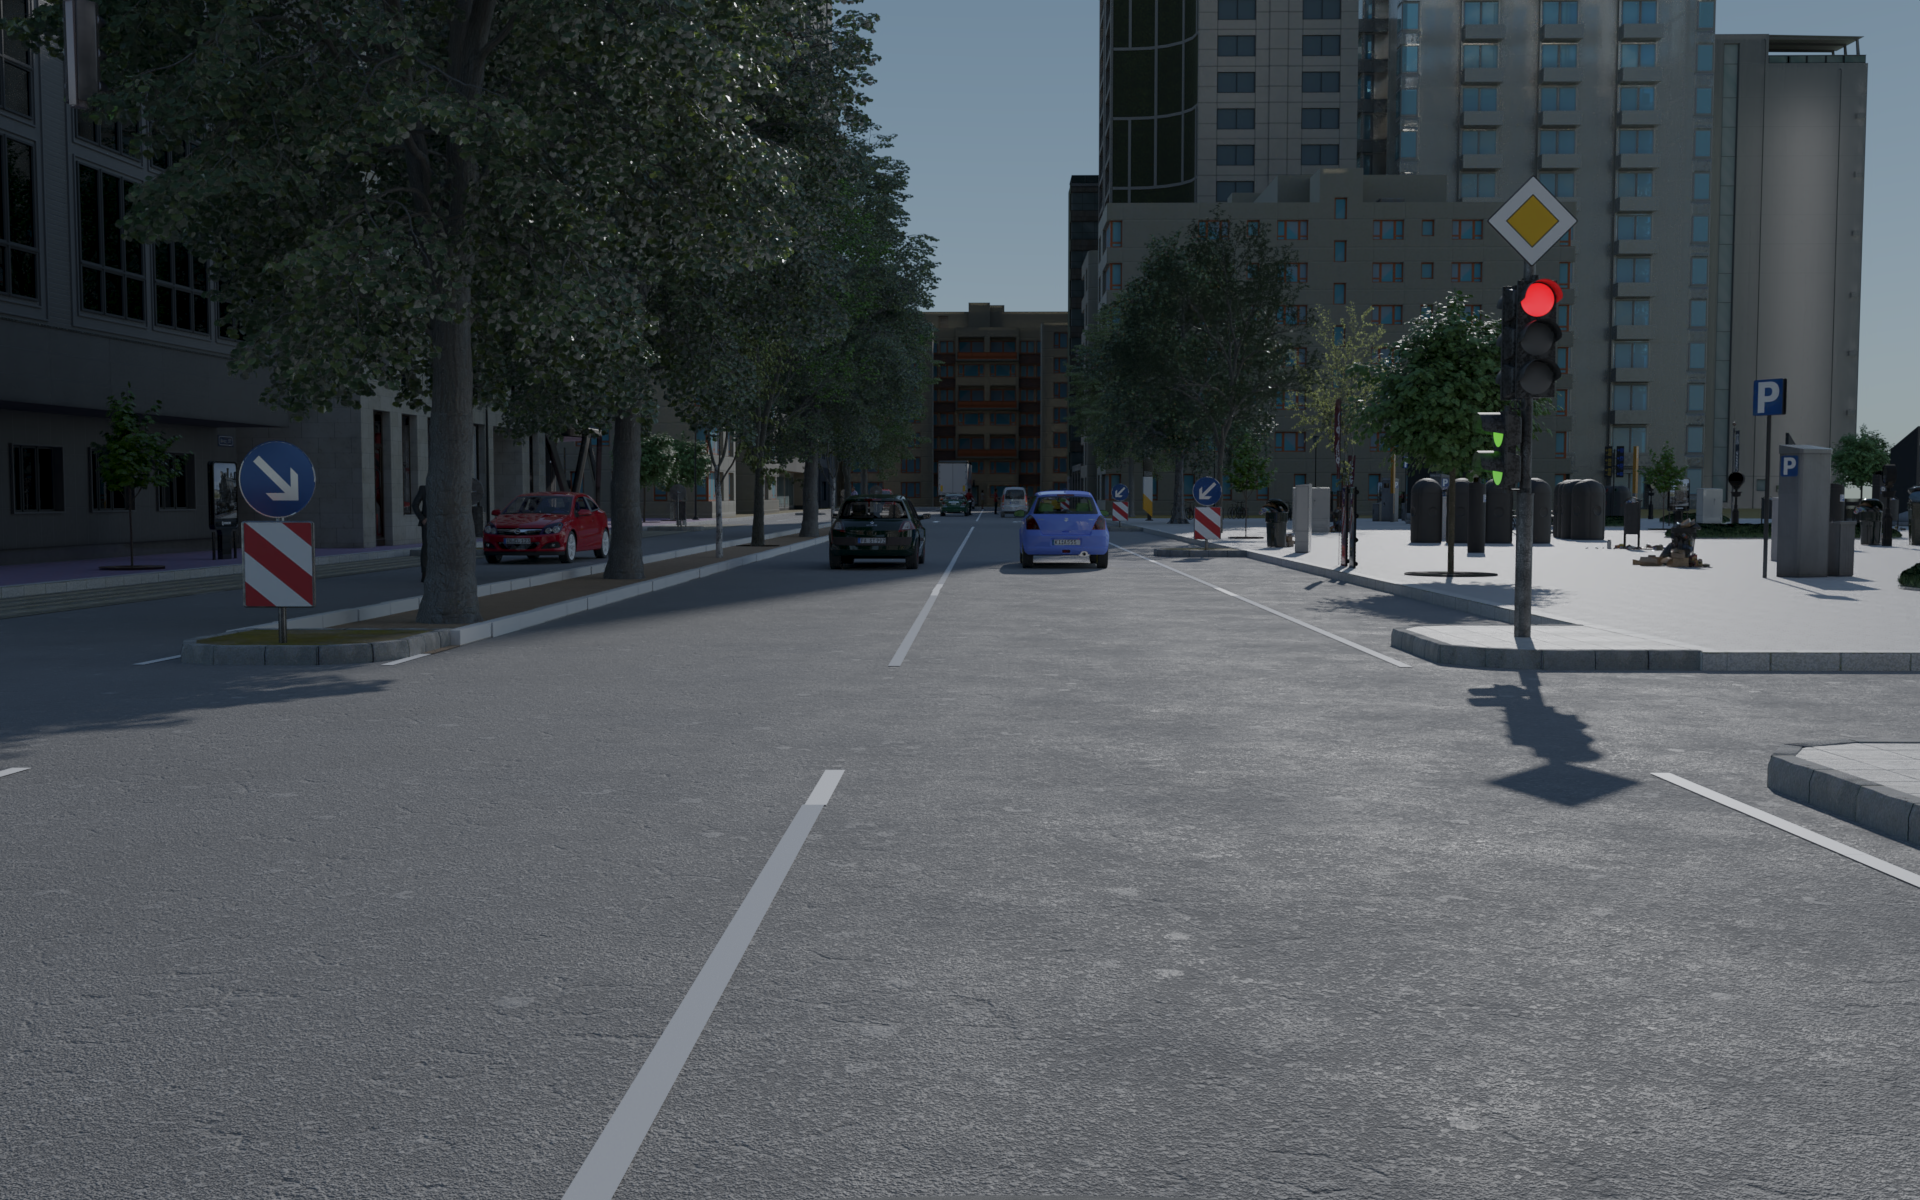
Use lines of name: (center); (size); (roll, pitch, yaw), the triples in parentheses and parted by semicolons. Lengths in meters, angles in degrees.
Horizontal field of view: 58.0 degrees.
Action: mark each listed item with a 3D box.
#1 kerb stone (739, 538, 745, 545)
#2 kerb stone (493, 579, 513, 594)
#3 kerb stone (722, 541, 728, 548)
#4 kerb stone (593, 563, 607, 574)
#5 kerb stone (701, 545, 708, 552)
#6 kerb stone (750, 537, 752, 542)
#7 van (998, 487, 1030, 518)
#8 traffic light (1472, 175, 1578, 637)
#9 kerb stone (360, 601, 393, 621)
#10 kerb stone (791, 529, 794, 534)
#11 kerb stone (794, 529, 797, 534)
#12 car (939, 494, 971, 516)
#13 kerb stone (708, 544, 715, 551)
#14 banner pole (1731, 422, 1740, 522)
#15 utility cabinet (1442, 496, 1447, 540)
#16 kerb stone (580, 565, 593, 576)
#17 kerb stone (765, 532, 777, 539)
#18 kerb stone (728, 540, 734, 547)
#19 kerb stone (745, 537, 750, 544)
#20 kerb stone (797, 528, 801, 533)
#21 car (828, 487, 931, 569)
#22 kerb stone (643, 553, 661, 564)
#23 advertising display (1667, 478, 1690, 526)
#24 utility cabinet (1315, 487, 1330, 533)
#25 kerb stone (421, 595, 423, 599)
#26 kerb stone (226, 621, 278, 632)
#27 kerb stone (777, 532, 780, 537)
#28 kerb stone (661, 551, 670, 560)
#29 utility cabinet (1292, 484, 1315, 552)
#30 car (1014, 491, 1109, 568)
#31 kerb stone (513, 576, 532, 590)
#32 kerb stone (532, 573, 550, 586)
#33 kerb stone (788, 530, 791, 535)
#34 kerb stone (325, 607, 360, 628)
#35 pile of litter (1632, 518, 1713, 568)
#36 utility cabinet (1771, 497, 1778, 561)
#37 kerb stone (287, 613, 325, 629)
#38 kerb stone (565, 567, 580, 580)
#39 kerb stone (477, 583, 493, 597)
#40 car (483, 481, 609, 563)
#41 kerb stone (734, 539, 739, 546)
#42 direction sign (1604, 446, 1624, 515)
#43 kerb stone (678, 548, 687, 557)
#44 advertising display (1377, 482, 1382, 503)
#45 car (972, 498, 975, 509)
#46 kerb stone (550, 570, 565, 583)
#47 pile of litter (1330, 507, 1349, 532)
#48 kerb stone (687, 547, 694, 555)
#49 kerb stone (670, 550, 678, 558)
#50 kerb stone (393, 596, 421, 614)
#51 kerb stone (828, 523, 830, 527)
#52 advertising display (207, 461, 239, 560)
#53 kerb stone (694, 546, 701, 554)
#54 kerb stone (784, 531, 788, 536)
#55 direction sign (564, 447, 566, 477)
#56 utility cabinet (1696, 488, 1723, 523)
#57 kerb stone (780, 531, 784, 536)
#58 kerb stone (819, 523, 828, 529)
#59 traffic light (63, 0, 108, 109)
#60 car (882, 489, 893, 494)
kerb stone: (-6.255, -1.613, 48.649); (0.120, 0.150, 1.000); (0, 4, 1)
kerb stone: (-6.699, -0.175, 25.052); (0.120, 0.150, 1.000); (0, 4, 1)
kerb stone: (-6.314, -1.430, 45.569); (0.120, 0.150, 1.000); (0, 4, 1)
kerb stone: (-6.577, -0.551, 31.204); (0.120, 0.150, 1.000); (0, 4, 1)
kerb stone: (-6.381, -1.242, 42.497); (0.120, 0.150, 1.000); (0, 4, 1)
kerb stone: (-6.224, -1.741, 50.698); (0.120, 0.150, 1.000); (0, 4, 1)
van: (3.324, -6.080, 106.411); (2.013, 2.044, 4.112); (0, 4, 1)
traffic light: (5.037, -1.623, 15.456); (0.839, 4.253, 0.868); (0, 4, 1)
kerb stone: (-6.784, 0.146, 19.915); (0.120, 0.150, 1.000); (0, 4, 1)
kerb stone: (-6.034, -2.365, 60.949); (0.120, 0.150, 1.000); (0, 4, 1)
kerb stone: (-6.022, -2.433, 61.971); (0.120, 0.150, 1.000); (0, 4, 1)
car: (-0.334, -6.180, 112.842); (2.131, 1.459, 4.920); (0, 4, 2)
kerb stone: (-6.351, -1.303, 43.523); (0.120, 0.150, 1.000); (0, 4, 1)
banner pole: (26.932, -4.291, 60.179); (0.401, 3.779, 0.863); (0, 4, 8)
utility cabinet: (13.833, -2.304, 48.835); (1.020, 1.237, 0.306); (-1, 4, -21)
kerb stone: (-6.612, -0.488, 30.179); (0.120, 0.150, 1.000); (0, 4, 1)
kerb stone: (-6.117, -2.057, 55.824); (0.120, 0.150, 1.000); (0, 4, 1)
kerb stone: (-6.291, -1.492, 46.595); (0.120, 0.150, 1.000); (0, 4, 1)
kerb stone: (-6.237, -1.678, 49.676); (0.120, 0.150, 1.000); (0, 4, 1)
kerb stone: (-5.993, -2.495, 62.992); (0.120, 0.150, 1.000); (0, 4, 1)
car: (-1.607, -1.509, 34.451); (2.009, 1.686, 4.222); (0, 4, 1)
kerb stone: (-6.487, -0.865, 36.338); (0.120, 0.150, 1.000); (0, 4, 1)
advertising display: (28.974, -3.953, 69.844); (0.974, 1.923, 0.123); (-1, 4, -16)
utility cabinet: (11.486, -2.934, 56.653); (1.173, 1.500, 0.318); (0, 4, 4)
kerb stone: (-6.754, 0.014, 21.986); (0.120, 0.150, 1.000); (0, 4, 1)
kerb stone: (-6.854, 0.335, 16.837); (0.120, 0.150, 1.000); (0, 4, 1)
kerb stone: (-6.109, -2.119, 56.850); (0.120, 0.150, 1.000); (0, 4, 1)
kerb stone: (-6.472, -0.922, 37.362); (0.120, 0.150, 1.000); (0, 4, 1)
utility cabinet: (7.557, -1.803, 38.166); (0.318, 1.500, 1.173); (1, 4, 14)
car: (2.051, -1.540, 34.771); (1.945, 1.707, 3.694); (0, 4, 1)
kerb stone: (-6.673, -0.235, 26.074); (0.120, 0.150, 1.000); (0, 4, 1)
kerb stone: (-6.647, -0.295, 27.096); (0.120, 0.150, 1.000); (0, 4, 1)
kerb stone: (-6.054, -2.308, 59.926); (0.120, 0.150, 1.000); (0, 4, 1)
kerb stone: (-6.813, 0.202, 18.890); (0.120, 0.150, 1.000); (0, 4, 1)
pile of litter: (12.662, -1.028, 30.780); (1.176, 0.858, 1.719); (0, 4, 3)
utility cabinet: (15.996, -1.350, 33.236); (1.020, 1.237, 0.306); (-2, 4, -33)
kerb stone: (-6.824, 0.265, 17.858); (0.120, 0.150, 1.000); (0, 4, 1)
kerb stone: (-6.621, -0.425, 29.145); (0.120, 0.150, 1.000); (0, 4, 1)
kerb stone: (-6.719, -0.111, 24.030); (0.120, 0.150, 1.000); (0, 4, 1)
car: (-8.849, -1.722, 37.196); (2.155, 1.783, 4.494); (0, 4, 3)
kerb stone: (-6.273, -1.555, 47.618); (0.120, 0.150, 1.000); (0, 4, 1)
direction sign: (30.849, -5.488, 81.725); (0.876, 3.537, 0.379); (2, 4, 34)
kerb stone: (-6.429, -1.054, 39.426); (0.120, 0.150, 1.000); (0, 4, 1)
advertising display: (21.820, -5.175, 89.825); (0.123, 1.923, 0.974); (0, 4, 0)
car: (0.481, -9.293, 164.294); (2.083, 1.381, 4.827); (0, 4, 1)
kerb stone: (-6.641, -0.362, 28.118); (0.120, 0.150, 1.000); (0, 4, 1)
pile of litter: (12.582, -2.721, 58.449); (1.719, 0.858, 1.176); (-1, 4, -15)
kerb stone: (-6.414, -1.115, 40.448); (0.120, 0.150, 1.000); (0, 4, 1)
kerb stone: (-6.456, -0.990, 38.388); (0.120, 0.150, 1.000); (0, 4, 1)
kerb stone: (-6.772, 0.077, 20.943); (0.120, 0.150, 1.000); (0, 4, 1)
kerb stone: (-5.791, -3.186, 74.281); (0.120, 0.150, 1.000); (0, 4, 1)
advertising display: (-14.468, -1.762, 34.024); (0.123, 1.923, 0.974); (0, 4, 4)
kerb stone: (-6.395, -1.178, 41.475); (0.120, 0.150, 1.000); (0, 4, 1)
kerb stone: (-6.071, -2.243, 58.904); (0.120, 0.150, 1.000); (0, 4, 1)
direction sign: (-19.232, -5.649, 84.360); (0.379, 3.537, 0.876); (-1, 4, -9)
utility cabinet: (28.386, -3.480, 65.577); (1.173, 1.500, 0.318); (-2, 4, -32)
kerb stone: (-6.094, -2.183, 57.882); (0.120, 0.150, 1.000); (0, 4, 1)
kerb stone: (-5.809, -3.123, 73.257); (0.120, 0.150, 1.000); (0, 4, 1)
traffic light: (-10.229, -2.513, 15.756); (4.771, 5.953, 1.251); (0, 4, 1)
car: (-6.116, -7.721, 134.915); (2.281, 1.827, 5.304); (0, 4, 2)
